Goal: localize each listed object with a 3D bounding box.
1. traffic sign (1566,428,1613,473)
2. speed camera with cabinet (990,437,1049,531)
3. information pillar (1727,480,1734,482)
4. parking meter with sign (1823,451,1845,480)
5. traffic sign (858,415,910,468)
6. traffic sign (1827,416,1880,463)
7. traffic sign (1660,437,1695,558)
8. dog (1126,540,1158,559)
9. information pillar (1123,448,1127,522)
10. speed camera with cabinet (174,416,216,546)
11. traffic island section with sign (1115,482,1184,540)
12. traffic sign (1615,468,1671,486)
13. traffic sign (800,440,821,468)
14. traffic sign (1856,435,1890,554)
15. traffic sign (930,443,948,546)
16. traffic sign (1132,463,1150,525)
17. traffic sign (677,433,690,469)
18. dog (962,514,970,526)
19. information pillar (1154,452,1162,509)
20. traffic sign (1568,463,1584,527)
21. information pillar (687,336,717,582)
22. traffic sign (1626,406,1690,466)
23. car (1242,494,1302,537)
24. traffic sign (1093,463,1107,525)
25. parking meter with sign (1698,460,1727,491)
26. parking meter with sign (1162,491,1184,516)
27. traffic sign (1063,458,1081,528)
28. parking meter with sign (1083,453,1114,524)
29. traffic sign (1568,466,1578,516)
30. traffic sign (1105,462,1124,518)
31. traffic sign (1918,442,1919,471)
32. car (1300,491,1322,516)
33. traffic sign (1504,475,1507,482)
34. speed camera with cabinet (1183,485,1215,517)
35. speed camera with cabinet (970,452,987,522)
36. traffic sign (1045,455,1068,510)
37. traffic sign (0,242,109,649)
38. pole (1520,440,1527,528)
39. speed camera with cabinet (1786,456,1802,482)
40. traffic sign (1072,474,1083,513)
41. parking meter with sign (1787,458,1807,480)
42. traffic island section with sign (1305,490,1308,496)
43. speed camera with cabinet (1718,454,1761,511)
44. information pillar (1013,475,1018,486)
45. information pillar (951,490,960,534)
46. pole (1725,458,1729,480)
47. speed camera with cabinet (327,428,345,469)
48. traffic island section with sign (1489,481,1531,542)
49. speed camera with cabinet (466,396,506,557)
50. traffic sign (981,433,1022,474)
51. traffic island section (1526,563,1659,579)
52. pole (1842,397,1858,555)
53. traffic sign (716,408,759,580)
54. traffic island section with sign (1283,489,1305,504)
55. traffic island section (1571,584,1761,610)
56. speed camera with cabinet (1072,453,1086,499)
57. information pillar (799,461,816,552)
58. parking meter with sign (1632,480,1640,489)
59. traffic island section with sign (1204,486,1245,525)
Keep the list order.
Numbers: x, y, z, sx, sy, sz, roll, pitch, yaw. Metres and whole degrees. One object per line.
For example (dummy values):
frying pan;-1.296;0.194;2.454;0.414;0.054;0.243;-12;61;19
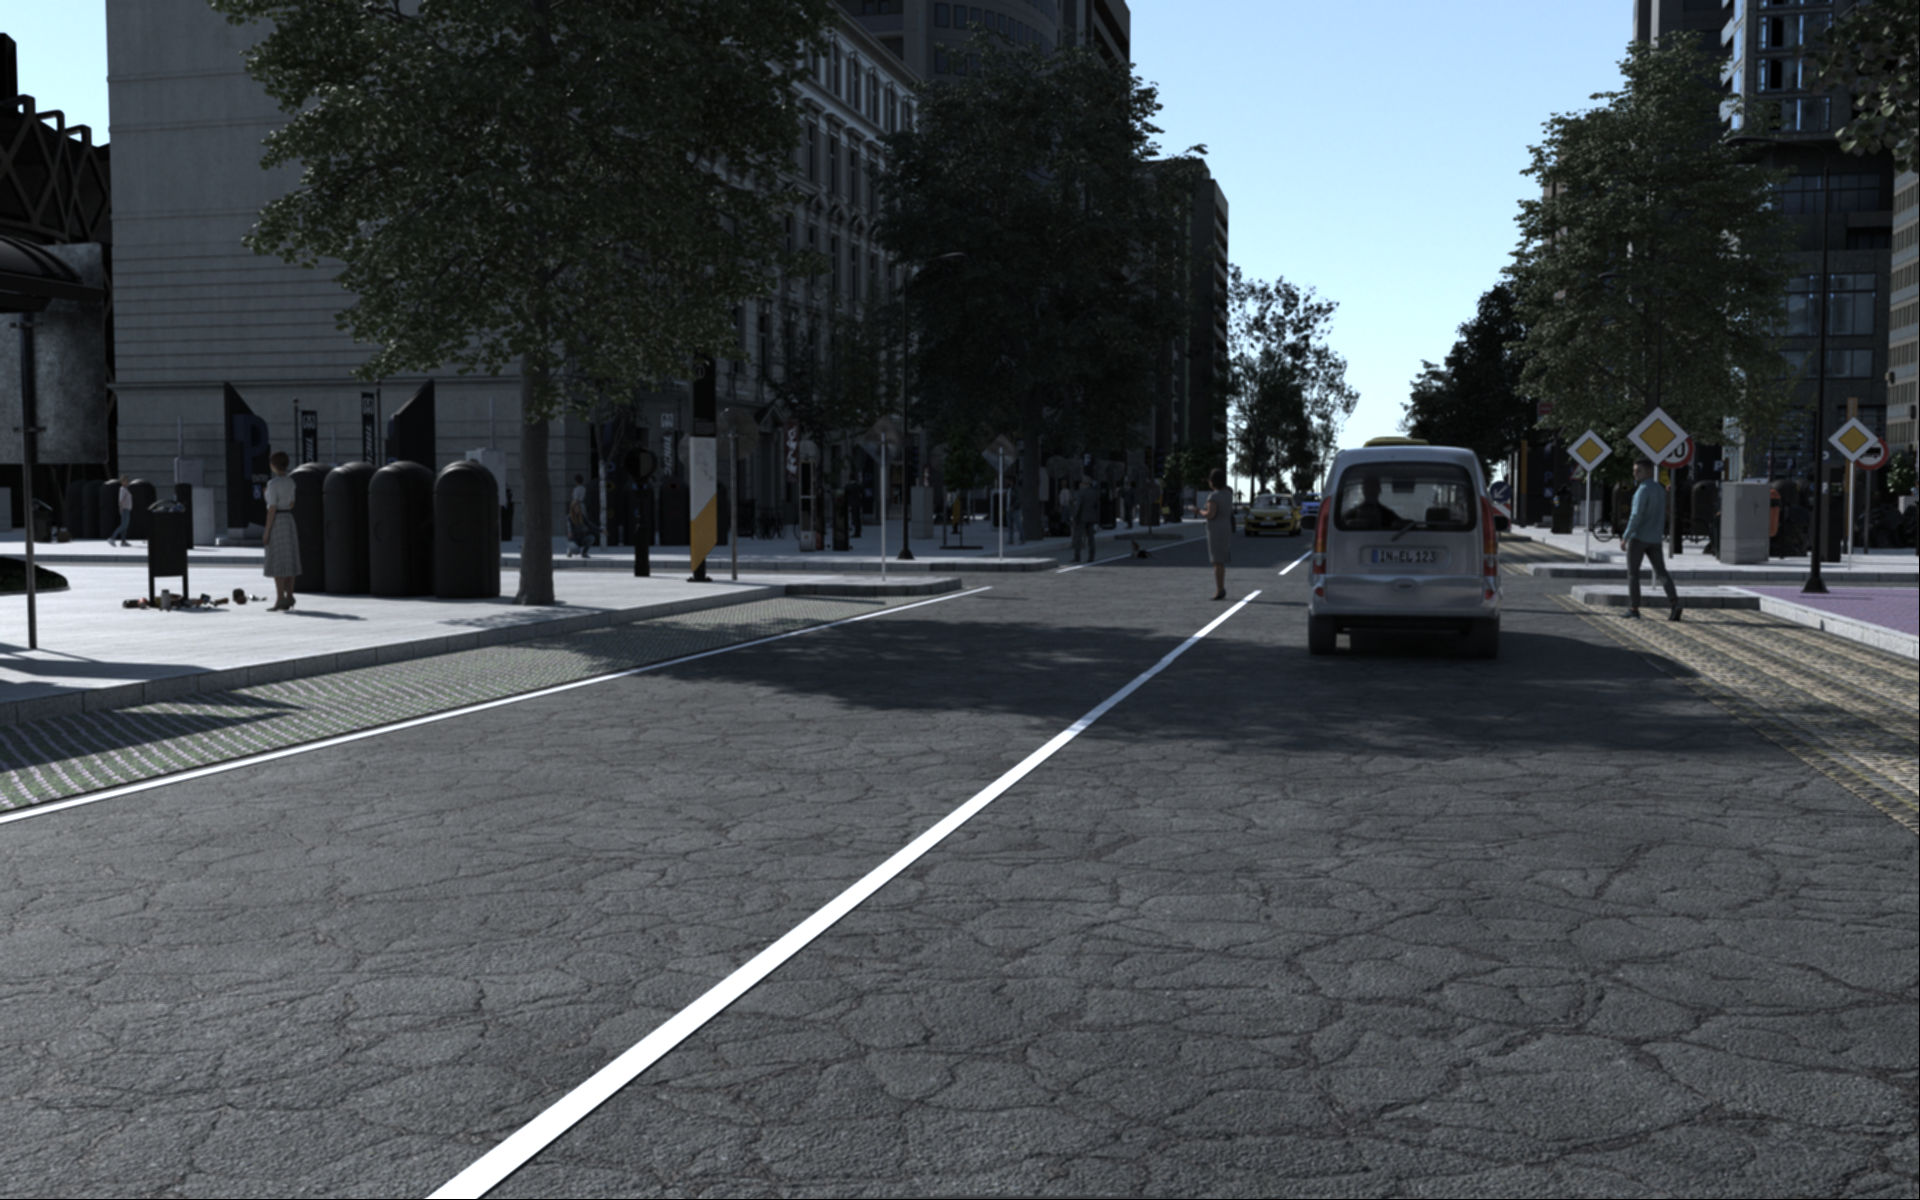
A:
traffic sign;11.155;-1.743;30.693;0.795;2.593;0.064;1;4;14
speed camera with cabinet;2.056;-4.022;60.088;2.038;3.252;0.660;2;4;31
information pillar;40.666;-5.323;91.515;0.304;2.012;0.304;1;4;12
parking meter with sign;34.691;-4.421;68.538;0.543;3.016;1.738;-1;4;-11
traffic sign;-1.138;-1.427;25.514;0.795;2.593;0.064;1;4;14
traffic sign;15.057;-1.802;29.203;0.795;2.593;0.064;1;4;20
traffic sign;14.190;-2.103;34.495;0.768;2.556;0.104;1;4;20
dog;4.065;-1.122;38.535;0.748;0.427;0.550;0;4;7
information pillar;7.688;-5.444;80.368;0.183;3.616;0.504;0;4;1
speed camera with cabinet;-19.261;-3.013;43.605;0.660;3.252;2.038;-2;4;-33
traffic island section with sign;6.002;-2.809;54.555;1.989;1.847;2.006;1;4;14
traffic sign;25.237;-4.259;63.514;2.265;3.308;0.079;1;4;22
traffic sign;-3.637;-2.482;40.685;0.768;2.556;0.104;1;4;21
traffic sign;19.407;-2.258;37.026;0.768;2.556;0.104;1;4;16
traffic sign;-0.376;-2.618;42.914;0.768;2.556;0.104;1;4;15
traffic sign;7.408;-4.349;71.219;0.768;2.556;0.104;2;4;24
traffic sign;-5.459;-2.170;35.579;0.768;2.556;0.104;1;4;15
dog;0.210;-3.230;69.646;0.406;0.507;0.540;0;3;0
information pillar;10.569;-6.190;92.565;0.504;3.616;0.183;1;4;13
traffic sign;23.937;-4.097;66.990;0.884;2.594;0.081;2;4;23
information pillar;-3.764;-2.077;25.307;0.183;3.616;0.504;2;4;35
traffic sign;9.241;-1.269;22.940;0.795;2.593;0.064;1;4;14
car;10.793;-3.021;59.610;2.015;1.641;3.980;1;4;15
traffic sign;5.724;-4.354;71.293;0.768;2.556;0.104;1;4;22
parking meter with sign;41.654;-6.119;96.301;1.738;3.016;0.543;-2;4;-25
parking meter with sign;11.969;-6.295;99.179;1.738;3.016;0.543;-1;4;-18
traffic sign;3.898;-3.735;61.177;0.768;2.556;0.104;1;4;18
parking meter with sign;6.005;-4.785;74.501;0.543;3.016;1.738;3;4;39
traffic sign;28.130;-4.854;79.467;0.768;2.556;0.104;1;4;20
traffic sign;6.062;-4.150;67.956;0.768;2.556;0.104;1;4;17
traffic sign;18.720;-1.908;33.319;0.606;2.300;0.079;1;4;16
car;21.287;-5.747;103.549;1.945;1.707;3.694;1;4;15
traffic sign;32.805;-6.304;103.178;0.768;2.556;0.104;1;4;22
speed camera with cabinet;13.426;-6.285;97.088;0.660;3.252;2.038;-3;4;-36
speed camera with cabinet;1.473;-5.150;78.539;2.038;3.252;0.660;1;4;19
traffic sign;3.182;-3.492;57.203;0.768;2.556;0.104;1;4;16
traffic sign;-8.010;-1.255;14.401;2.265;3.308;0.079;1;4;18
pole;21.347;-4.387;65.575;0.158;3.312;0.155;0;3;0
speed camera with cabinet;44.108;-5.922;91.156;0.660;3.252;2.038;3;5;44
traffic sign;4.685;-4.377;71.562;0.884;2.594;0.081;1;4;16
parking meter with sign;41.195;-5.386;84.314;1.738;3.016;0.543;0;4;-6
traffic island section with sign;31.080;-9.024;156.170;1.989;1.847;2.006;1;4;14
speed camera with cabinet;38.941;-5.627;86.335;2.038;3.252;0.660;2;4;28
information pillar;1.984;-3.728;65.437;0.304;2.012;0.304;-1;4;-19
information pillar;-0.106;-3.925;55.531;0.183;3.616;0.504;-2;4;-26
pole;43.005;-6.321;97.193;0.158;3.312;0.155;0;3;0
speed camera with cabinet;-17.918;-3.507;51.670;2.038;3.252;0.660;1;4;13
traffic island section with sign;16.250;-2.690;52.604;1.989;1.847;2.006;1;4;14
speed camera with cabinet;-10.082;-2.522;35.575;0.660;3.252;2.038;-3;5;-43
traffic sign;0.776;-1.901;33.267;0.795;2.593;0.064;1;4;14
traffic island section;11.180;-0.519;30.770;2.009;0.180;2.903;1;4;14
pole;18.861;-2.621;36.692;0.158;3.312;0.155;0;3;0
traffic sign;-3.371;-1.572;25.811;0.768;2.556;0.104;1;4;15
traffic island section with sign;24.520;-7.397;129.570;1.989;1.847;2.006;1;4;14
traffic island section;9.266;-0.045;23.017;2.009;0.180;2.903;1;4;14
speed camera with cabinet;5.101;-5.440;83.284;2.038;3.252;0.660;2;4;29
information pillar;-3.382;-2.078;38.468;0.304;2.012;0.304;1;4;9
parking meter with sign;24.107;-3.983;61.380;0.543;3.016;1.738;2;4;28
traffic island section with sign;12.453;-4.410;80.730;1.989;1.847;2.006;1;4;14
